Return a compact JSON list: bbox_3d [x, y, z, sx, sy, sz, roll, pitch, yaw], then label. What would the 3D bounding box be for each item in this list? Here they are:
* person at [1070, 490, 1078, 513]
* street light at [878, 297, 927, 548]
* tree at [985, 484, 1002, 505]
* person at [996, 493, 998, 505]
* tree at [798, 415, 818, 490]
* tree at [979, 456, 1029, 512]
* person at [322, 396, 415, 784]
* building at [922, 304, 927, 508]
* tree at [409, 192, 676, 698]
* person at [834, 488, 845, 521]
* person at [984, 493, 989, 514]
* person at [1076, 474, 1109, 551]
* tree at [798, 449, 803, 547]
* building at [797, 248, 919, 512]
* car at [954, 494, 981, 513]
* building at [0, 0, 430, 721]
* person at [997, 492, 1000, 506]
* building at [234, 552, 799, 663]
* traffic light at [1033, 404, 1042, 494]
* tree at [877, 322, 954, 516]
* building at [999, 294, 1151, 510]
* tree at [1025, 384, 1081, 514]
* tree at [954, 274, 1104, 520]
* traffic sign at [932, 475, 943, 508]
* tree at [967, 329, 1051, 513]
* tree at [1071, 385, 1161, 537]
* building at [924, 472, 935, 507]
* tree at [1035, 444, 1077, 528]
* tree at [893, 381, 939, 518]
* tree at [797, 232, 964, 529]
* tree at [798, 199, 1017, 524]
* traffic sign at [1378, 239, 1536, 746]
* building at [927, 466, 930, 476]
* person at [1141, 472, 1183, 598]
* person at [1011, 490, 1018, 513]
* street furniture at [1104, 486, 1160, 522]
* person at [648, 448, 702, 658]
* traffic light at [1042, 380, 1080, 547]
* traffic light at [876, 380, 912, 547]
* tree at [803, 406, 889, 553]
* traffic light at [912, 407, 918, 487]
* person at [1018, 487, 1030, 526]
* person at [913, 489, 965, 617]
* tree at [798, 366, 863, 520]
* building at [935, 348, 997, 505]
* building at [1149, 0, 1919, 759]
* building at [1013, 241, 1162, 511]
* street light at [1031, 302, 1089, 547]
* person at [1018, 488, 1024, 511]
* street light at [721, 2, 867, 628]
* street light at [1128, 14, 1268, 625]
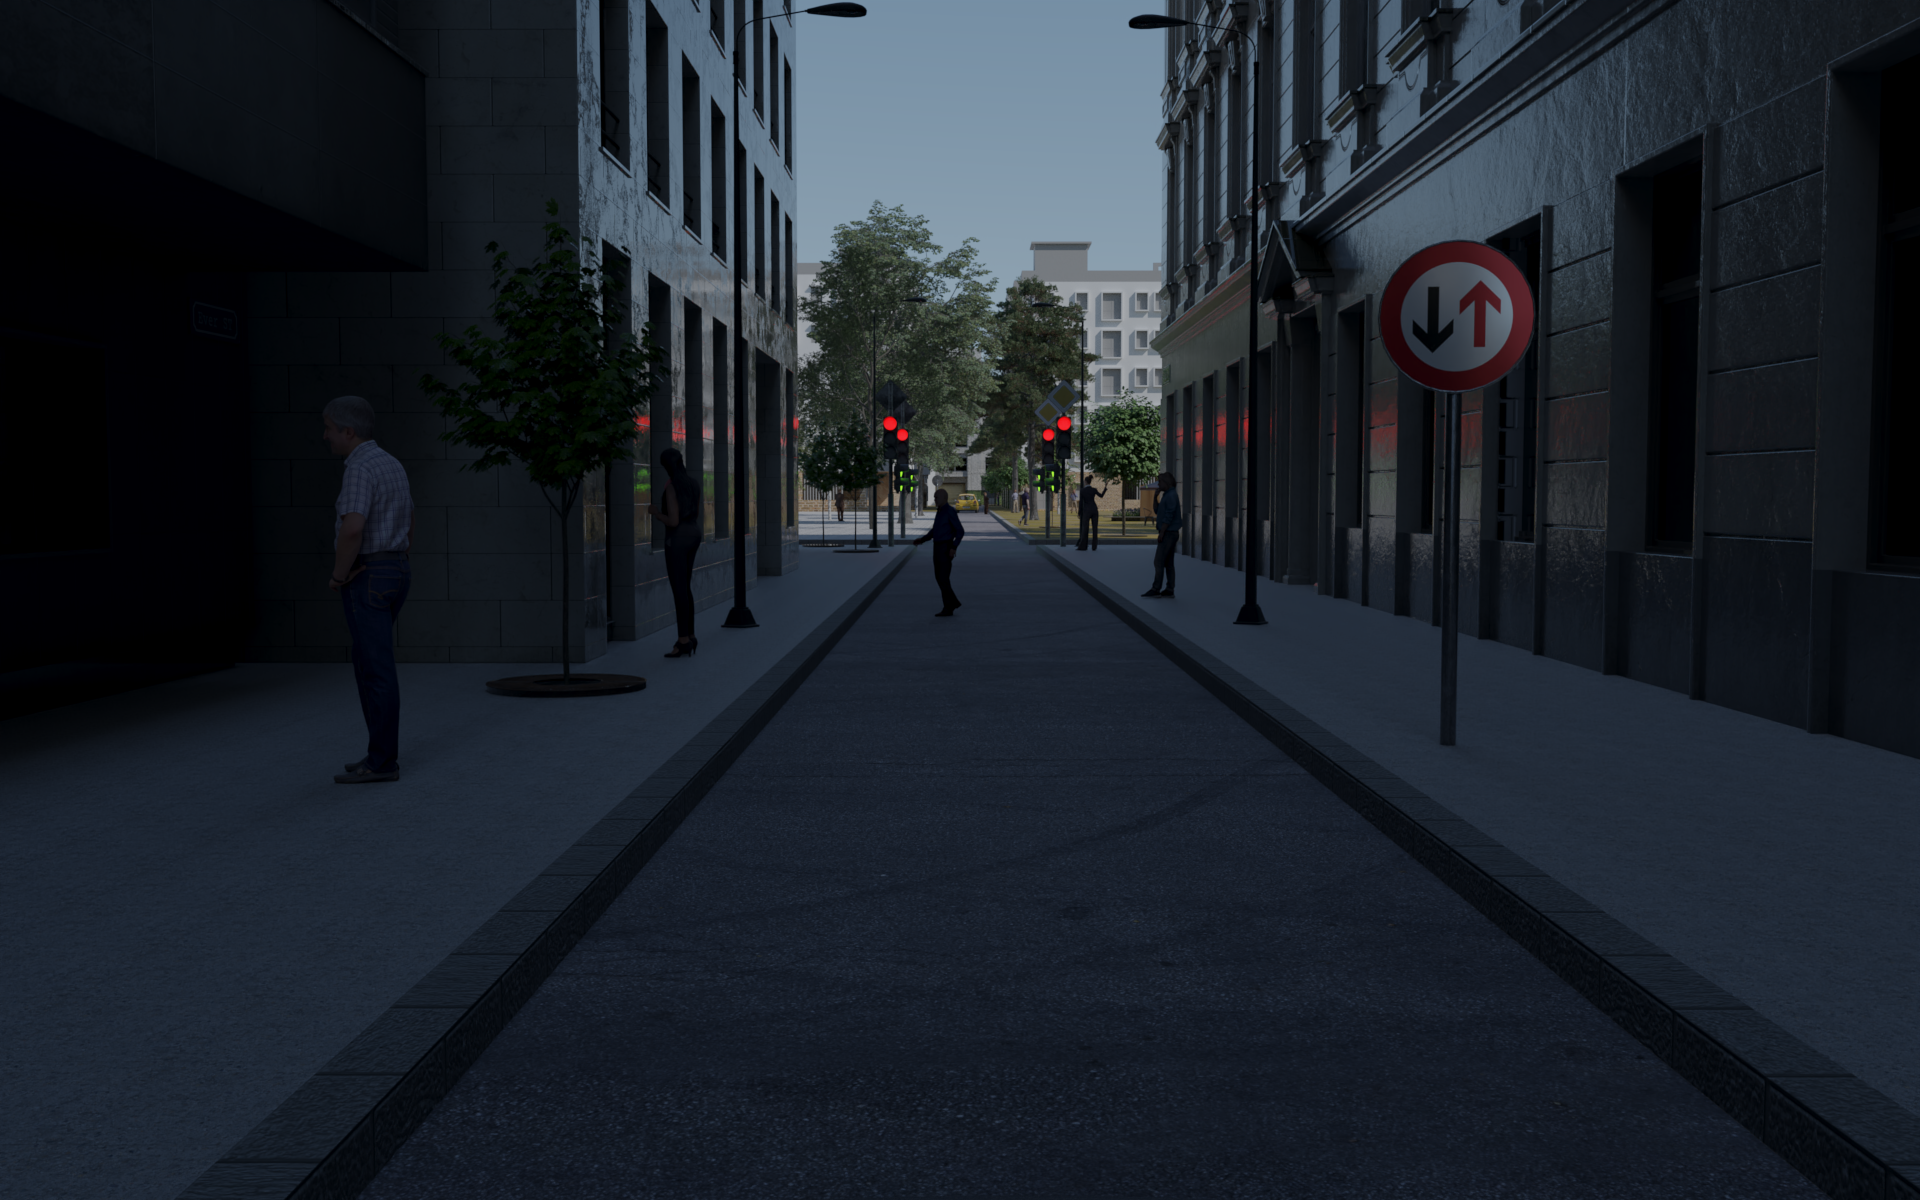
[{"bbox_3d":[7.583,-6.540,115.027,0.516,1.574,0.319,1,4,13],"label":"person"},{"bbox_3d":[-1.482,-4.188,41.012,1.470,5.913,1.316,0,4,0],"label":"street light"},{"bbox_3d":[3.703,-12.346,196.464,1.663,3.219,1.824,0,3,0],"label":"tree"},{"bbox_3d":[4.269,-11.575,198.509,0.599,1.433,0.991,1,4,17],"label":"person"},{"bbox_3d":[-11.657,-10.586,123.446,4.737,8.622,4.395,0,3,0],"label":"tree"},{"bbox_3d":[3.833,-8.767,127.058,4.285,4.588,4.351,0,3,0],"label":"tree"},{"bbox_3d":[-2.667,-0.043,7.691,0.436,1.711,0.756,1,4,9],"label":"person"},{"bbox_3d":[-11.088,-17.522,142.898,16.016,20.091,11.380,0,4,0],"label":"building"},{"bbox_3d":[-2.721,-1.020,11.276,1.663,3.219,1.824,0,3,0],"label":"tree"},{"bbox_3d":[-5.661,-4.468,81.363,0.482,1.546,0.388,0,4,6],"label":"person"},{"bbox_3d":[1.848,-6.777,121.571,0.388,1.546,0.482,-1,4,-12],"label":"person"},{"bbox_3d":[3.010,-1.987,39.336,0.742,1.727,0.445,-3,5,-40],"label":"person"},{"bbox_3d":[-3.194,-2.905,42.100,1.663,3.219,1.824,0,3,0],"label":"tree"},{"bbox_3d":[-11.489,-16.806,131.204,16.016,20.091,11.380,0,4,0],"label":"building"},{"bbox_3d":[0.546,-7.442,131.902,2.015,1.641,3.980,0,4,2],"label":"car"},{"bbox_3d":[-10.768,-12.643,0.216,14.314,27.812,24.014,0,4,0],"label":"building"},{"bbox_3d":[4.066,-10.963,186.005,0.721,1.735,1.217,1,4,10],"label":"person"},{"bbox_3d":[-8.001,-10.163,20.924,10.420,20.320,16.860,0,4,0],"label":"building"},{"bbox_3d":[2.526,-3.723,50.117,0.839,4.213,0.868,0,4,0],"label":"traffic light"},{"bbox_3d":[-2.355,-10.970,101.412,6.751,12.117,7.091,0,3,0],"label":"tree"},{"bbox_3d":[12.486,-17.764,156.902,16.747,18.905,31.486,0,4,0],"label":"building"},{"bbox_3d":[6.193,-9.733,109.502,4.737,8.622,4.395,0,3,0],"label":"tree"},{"bbox_3d":[3.539,-9.958,84.872,6.751,12.117,7.091,0,3,0],"label":"tree"},{"bbox_3d":[-1.510,-7.080,115.857,0.768,2.556,0.104,1,4,9],"label":"traffic sign"},{"bbox_3d":[3.570,-12.946,119.096,7.806,13.903,7.818,0,3,0],"label":"tree"},{"bbox_3d":[5.038,-4.196,52.315,4.285,4.588,4.351,0,3,0],"label":"tree"},{"bbox_3d":[-16.749,-15.530,196.060,28.070,9.664,9.099,0,4,0],"label":"building"},{"bbox_3d":[3.651,-4.366,65.988,1.663,3.219,1.824,0,3,0],"label":"tree"},{"bbox_3d":[-2.291,-8.710,92.779,4.360,8.622,3.978,0,3,0],"label":"tree"},{"bbox_3d":[-3.495,-7.839,62.586,7.601,10.594,8.767,-1,4,-21],"label":"tree"},{"bbox_3d":[-2.399,-10.281,74.746,9.857,13.997,8.962,0,3,0],"label":"tree"},{"bbox_3d":[2.497,-0.531,8.786,0.768,2.556,0.104,1,4,10],"label":"traffic sign"},{"bbox_3d":[-10.644,-18.216,154.255,16.016,20.091,11.380,0,4,0],"label":"building"},{"bbox_3d":[2.522,-0.798,21.307,0.429,1.552,0.499,2,4,34],"label":"person"},{"bbox_3d":[3.736,-6.718,117.941,0.516,1.574,0.319,-2,4,-29],"label":"person"},{"bbox_3d":[10.749,-4.746,84.447,11.010,1.723,9.812,1,4,15],"label":"street furniture"},{"bbox_3d":[-2.254,-0.378,13.694,0.415,1.643,0.593,-1,4,-20],"label":"person"},{"bbox_3d":[2.497,-3.235,42.132,0.839,4.213,0.868,0,4,0],"label":"traffic light"},{"bbox_3d":[-1.665,-3.235,42.131,0.839,4.213,0.868,0,4,0],"label":"traffic light"},{"bbox_3d":[-2.421,-2.655,38.007,1.663,3.219,1.824,0,3,0],"label":"tree"},{"bbox_3d":[-1.635,-3.723,50.116,0.839,4.213,0.868,0,4,0],"label":"traffic light"},{"bbox_3d":[2.590,-3.770,69.897,0.471,1.553,0.569,0,4,7],"label":"person"},{"bbox_3d":[-0.259,-0.562,20.384,0.600,1.496,0.574,0,4,-4],"label":"person"},{"bbox_3d":[-6.232,-8.279,85.716,4.360,8.622,3.978,0,3,0],"label":"tree"},{"bbox_3d":[9.920,-21.502,218.020,31.486,18.905,16.747,0,4,0],"label":"building"},{"bbox_3d":[12.513,-14.811,18.571,17.030,29.872,44.131,0,4,0],"label":"building"},{"bbox_3d":[11.955,-17.068,135.474,16.016,20.091,11.380,0,4,0],"label":"building"},{"bbox_3d":[2.431,-4.255,42.118,1.470,5.913,1.316,0,4,0],"label":"street light"},{"bbox_3d":[4.636,-7.410,127.919,1.217,1.736,0.721,0,4,4],"label":"person"},{"bbox_3d":[-1.580,-2.690,16.526,1.470,5.913,1.316,0,4,0],"label":"street light"},{"bbox_3d":[2.332,-2.716,16.948,1.470,5.913,1.316,0,4,0],"label":"street light"}]
